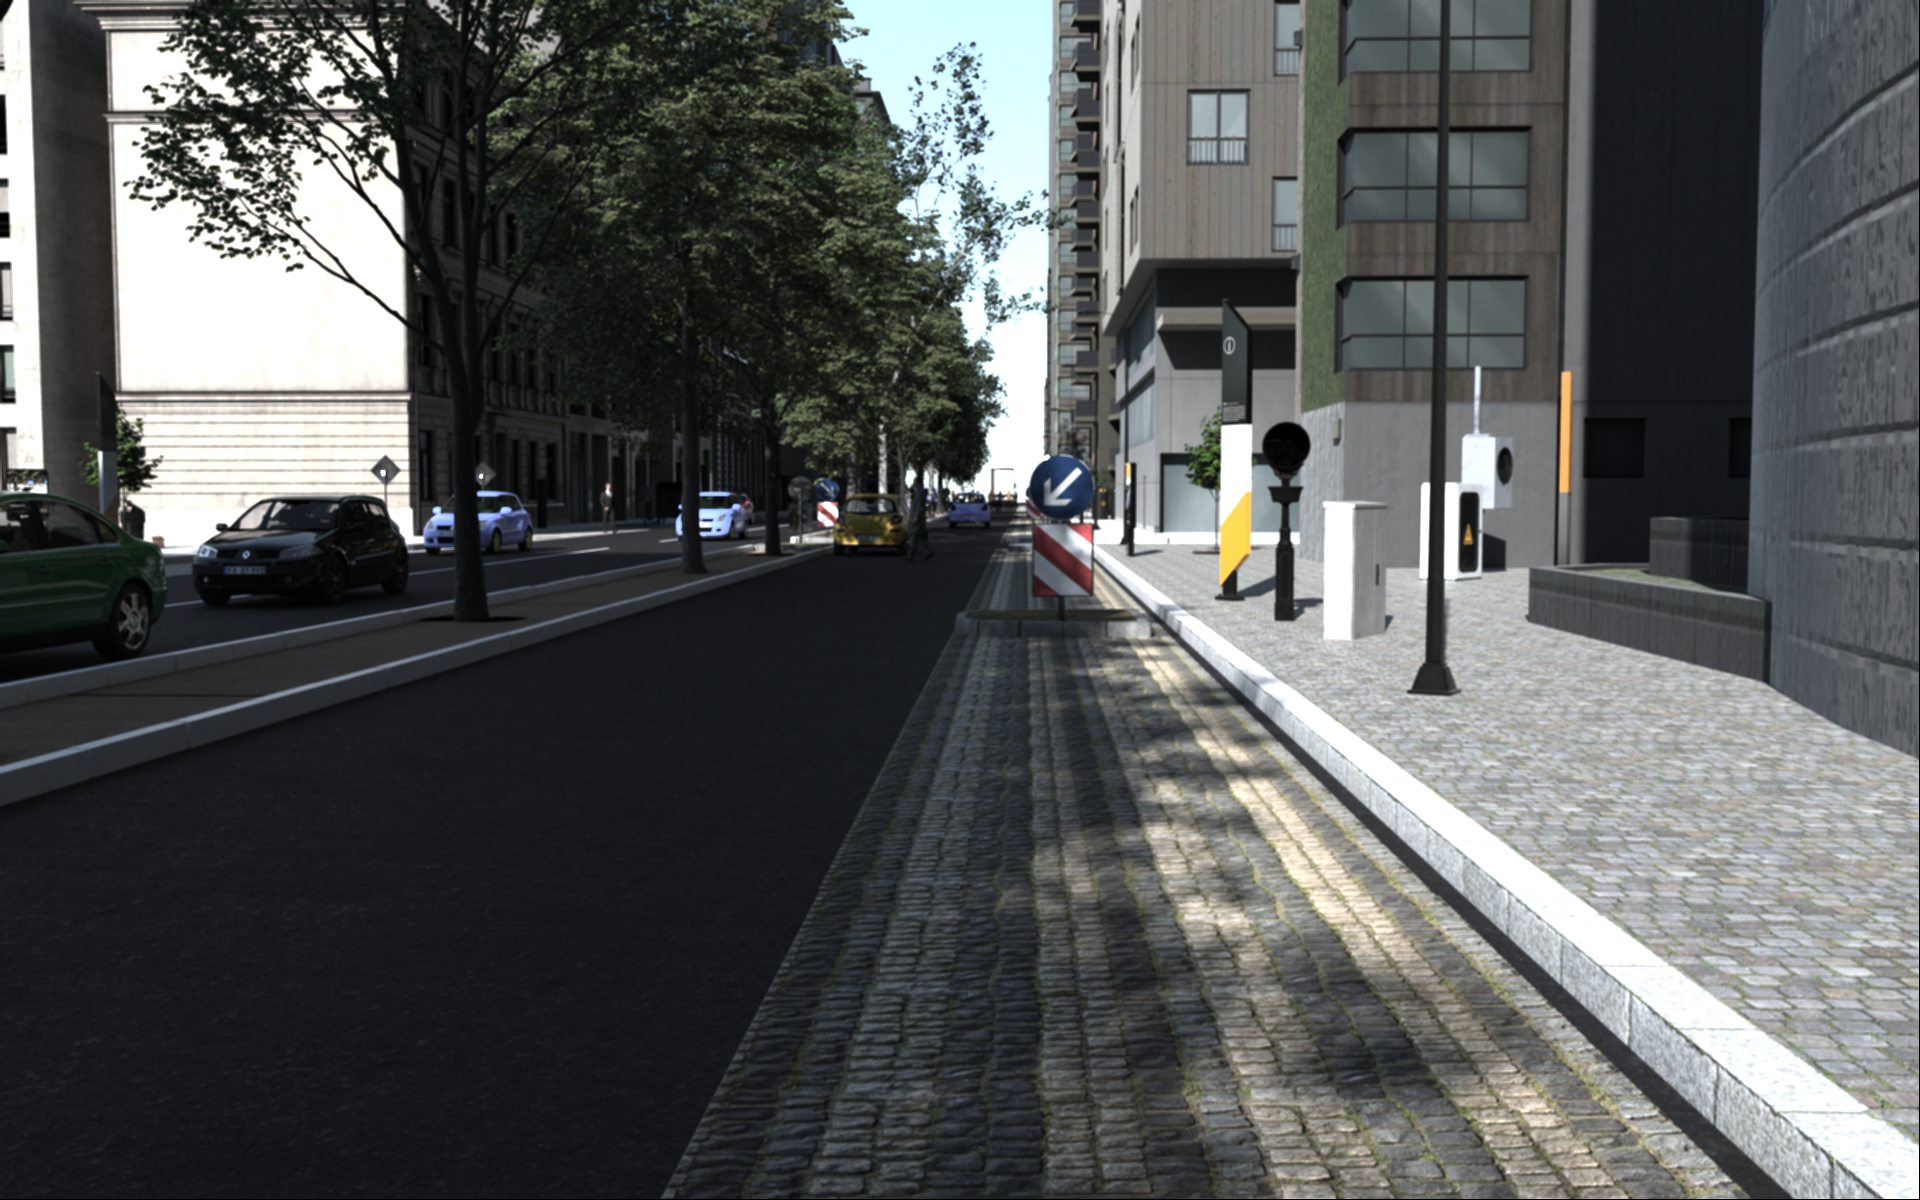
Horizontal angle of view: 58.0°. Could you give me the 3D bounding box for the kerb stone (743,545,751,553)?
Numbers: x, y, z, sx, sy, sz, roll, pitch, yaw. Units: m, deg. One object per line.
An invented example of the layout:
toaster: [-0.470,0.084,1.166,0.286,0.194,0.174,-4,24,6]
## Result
kerb stone: [-5.283,-1.215,42.059,0.120,0.150,1.000,0,4,2]

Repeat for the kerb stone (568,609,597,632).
kerb stone: [-4.072,0.230,18.436,0.120,0.150,1.000,0,4,2]

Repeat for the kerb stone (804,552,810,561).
kerb stone: [-3.379,-0.897,36.861,0.120,0.150,1.000,0,4,2]

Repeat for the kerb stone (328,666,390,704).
kerb stone: [-4.307,0.608,12.298,0.120,0.150,1.000,0,4,2]

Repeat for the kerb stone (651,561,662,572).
kerb stone: [-5.676,-0.587,31.800,0.120,0.150,1.000,0,4,2]

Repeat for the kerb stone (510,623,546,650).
kerb stone: [-4.143,0.358,16.392,0.120,0.150,1.000,0,4,2]

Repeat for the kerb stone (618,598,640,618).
kerb stone: [-3.989,0.104,20.491,0.120,0.150,1.000,0,4,2]

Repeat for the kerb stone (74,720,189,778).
kerb stone: [-4.423,0.793,9.230,0.120,0.150,1.000,0,4,2]

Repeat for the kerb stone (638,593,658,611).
kerb stone: [-3.952,0.046,21.520,0.120,0.150,1.000,0,4,2]

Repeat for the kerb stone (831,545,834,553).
kerb stone: [-3.184,-1.200,41.981,0.120,0.150,1.000,0,4,2]

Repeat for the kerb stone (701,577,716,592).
kerb stone: [-3.800,-0.209,25.617,0.120,0.150,1.000,0,4,2]

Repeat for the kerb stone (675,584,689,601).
kerb stone: [-3.879,-0.077,23.574,0.120,0.150,1.000,0,4,2]

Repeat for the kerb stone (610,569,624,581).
kerb stone: [-5.789,-0.398,28.716,0.120,0.150,1.000,0,4,2]

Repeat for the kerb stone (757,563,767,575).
kerb stone: [-3.602,-0.522,30.726,0.120,0.150,1.000,0,4,2]

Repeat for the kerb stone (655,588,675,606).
kerb stone: [-3.910,-0.021,22.547,0.120,0.150,1.000,0,4,2]

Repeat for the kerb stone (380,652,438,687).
kerb stone: [-4.262,0.543,13.324,0.120,0.150,1.000,0,4,2]

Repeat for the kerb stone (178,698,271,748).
kerb stone: [-4.376,0.730,10.254,0.120,0.150,1.000,0,4,2]

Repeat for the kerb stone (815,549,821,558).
kerb stone: [-3.302,-1.022,38.906,0.120,0.150,1.000,0,4,2]

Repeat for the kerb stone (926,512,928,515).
kerb stone: [-2.183,-6.259,124.558,0.120,0.150,1.000,0,4,2]

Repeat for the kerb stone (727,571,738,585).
kerb stone: [-3.728,-0.330,27.661,0.120,0.150,1.000,0,4,2]

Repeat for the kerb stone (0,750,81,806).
kerb stone: [-4.455,0.856,8.207,0.120,0.150,1.000,0,4,2]

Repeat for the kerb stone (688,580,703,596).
kerb stone: [-3.842,-0.146,24.596,0.120,0.150,1.000,0,4,2]

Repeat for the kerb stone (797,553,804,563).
kerb stone: [-3.414,-0.834,35.839,0.120,0.150,1.000,0,4,2]

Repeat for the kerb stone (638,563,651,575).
kerb stone: [-5.709,-0.523,30.773,0.120,0.150,1.000,0,4,2]

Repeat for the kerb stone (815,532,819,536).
kerb stone: [-4.766,-2.058,55.908,0.120,0.150,1.000,0,4,2]

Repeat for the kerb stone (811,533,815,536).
kerb stone: [-4.808,-1.999,54.887,0.120,0.150,1.000,0,4,2]

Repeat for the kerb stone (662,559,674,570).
kerb stone: [-5.631,-0.650,32.826,0.120,0.150,1.000,0,4,2]

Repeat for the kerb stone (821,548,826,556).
kerb stone: [-3.265,-1.085,39.928,0.120,0.150,1.000,0,4,2]

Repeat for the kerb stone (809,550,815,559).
kerb stone: [-3.345,-0.956,37.883,0.120,0.150,1.000,0,4,2]

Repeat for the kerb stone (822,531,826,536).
kerb stone: [-4.688,-2.187,57.950,0.120,0.150,1.000,0,4,2]

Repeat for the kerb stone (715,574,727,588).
kerb stone: [-3.768,-0.272,26.639,0.120,0.150,1.000,0,4,2]

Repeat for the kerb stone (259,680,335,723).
kerb stone: [-4.344,0.668,11.276,0.120,0.150,1.000,0,4,2]

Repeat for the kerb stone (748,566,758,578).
kerb stone: [-3.645,-0.457,29.704,0.120,0.150,1.000,0,4,2]

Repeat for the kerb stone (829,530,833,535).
kerb stone: [-4.607,-2.312,59.996,0.120,0.150,1.000,0,4,2]

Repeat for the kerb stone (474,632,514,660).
kerb stone: [-4.191,0.417,15.371,0.120,0.150,1.000,0,4,2]

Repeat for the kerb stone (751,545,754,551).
kerb stone: [-5.246,-1.278,43.089,0.120,0.150,1.000,0,4,2]

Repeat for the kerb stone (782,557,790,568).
kerb stone: [-3.488,-0.705,33.796,0.120,0.150,1.000,0,4,2]

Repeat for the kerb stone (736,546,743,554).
kerb stone: [-5.331,-1.152,41.028,0.120,0.150,1.000,0,4,2]

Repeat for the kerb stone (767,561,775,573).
kerb stone: [-3.570,-0.584,31.747,0.120,0.150,1.000,0,4,2]

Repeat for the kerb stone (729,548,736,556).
kerb stone: [-5.370,-1.089,39.999,0.120,0.150,1.000,0,4,2]

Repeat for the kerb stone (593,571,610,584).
kerb stone: [-5.823,-0.329,27.695,0.120,0.150,1.000,0,4,2]

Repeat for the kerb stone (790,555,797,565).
kerb stone: [-3.459,-0.768,34.818,0.120,0.150,1.000,0,4,2]

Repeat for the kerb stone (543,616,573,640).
kerb stone: [-4.108,0.295,17.414,0.120,0.150,1.000,0,4,2]

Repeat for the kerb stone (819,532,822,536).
kerb stone: [-4.727,-2.124,56.929,0.120,0.150,1.000,0,4,2]

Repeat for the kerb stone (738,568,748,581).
kerb stone: [-3.686,-0.397,28.682,0.120,0.150,1.000,0,4,2]

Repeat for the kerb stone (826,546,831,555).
kerb stone: [-3.226,-1.142,40.950,0.120,0.150,1.000,0,4,2]

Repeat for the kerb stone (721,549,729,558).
kerb stone: [-5.400,-1.026,38.977,0.120,0.150,1.000,0,4,2]

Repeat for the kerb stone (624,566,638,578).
kerb stone: [-5.747,-0.460,29.752,0.120,0.150,1.000,0,4,2]

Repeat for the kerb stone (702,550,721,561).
kerb stone: [-5.446,-0.961,37.956,0.120,0.150,1.000,0,4,2]

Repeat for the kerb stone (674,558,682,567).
kerb stone: [-5.593,-0.713,33.853,0.120,0.150,1.000,0,4,2]

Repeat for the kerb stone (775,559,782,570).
kerb stone: [-3.540,-0.642,32.770,0.120,0.150,1.000,0,4,2]

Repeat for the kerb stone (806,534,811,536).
kerb stone: [-4.840,-1.937,53.865,0.120,0.150,1.000,0,4,2]

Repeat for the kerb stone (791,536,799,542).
kerb stone: [-4.930,-1.811,51.806,0.120,0.150,1.000,0,4,2]

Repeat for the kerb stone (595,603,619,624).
kerb stone: [-4.033,0.167,19.461,0.120,0.150,1.000,0,4,2]

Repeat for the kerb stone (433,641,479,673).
kerb stone: [-4.223,0.480,14.345,0.120,0.150,1.000,0,4,2]

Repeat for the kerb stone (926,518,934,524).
kerb stone: [-1.512,-3.937,86.573,0.120,0.150,1.000,0,4,2]
